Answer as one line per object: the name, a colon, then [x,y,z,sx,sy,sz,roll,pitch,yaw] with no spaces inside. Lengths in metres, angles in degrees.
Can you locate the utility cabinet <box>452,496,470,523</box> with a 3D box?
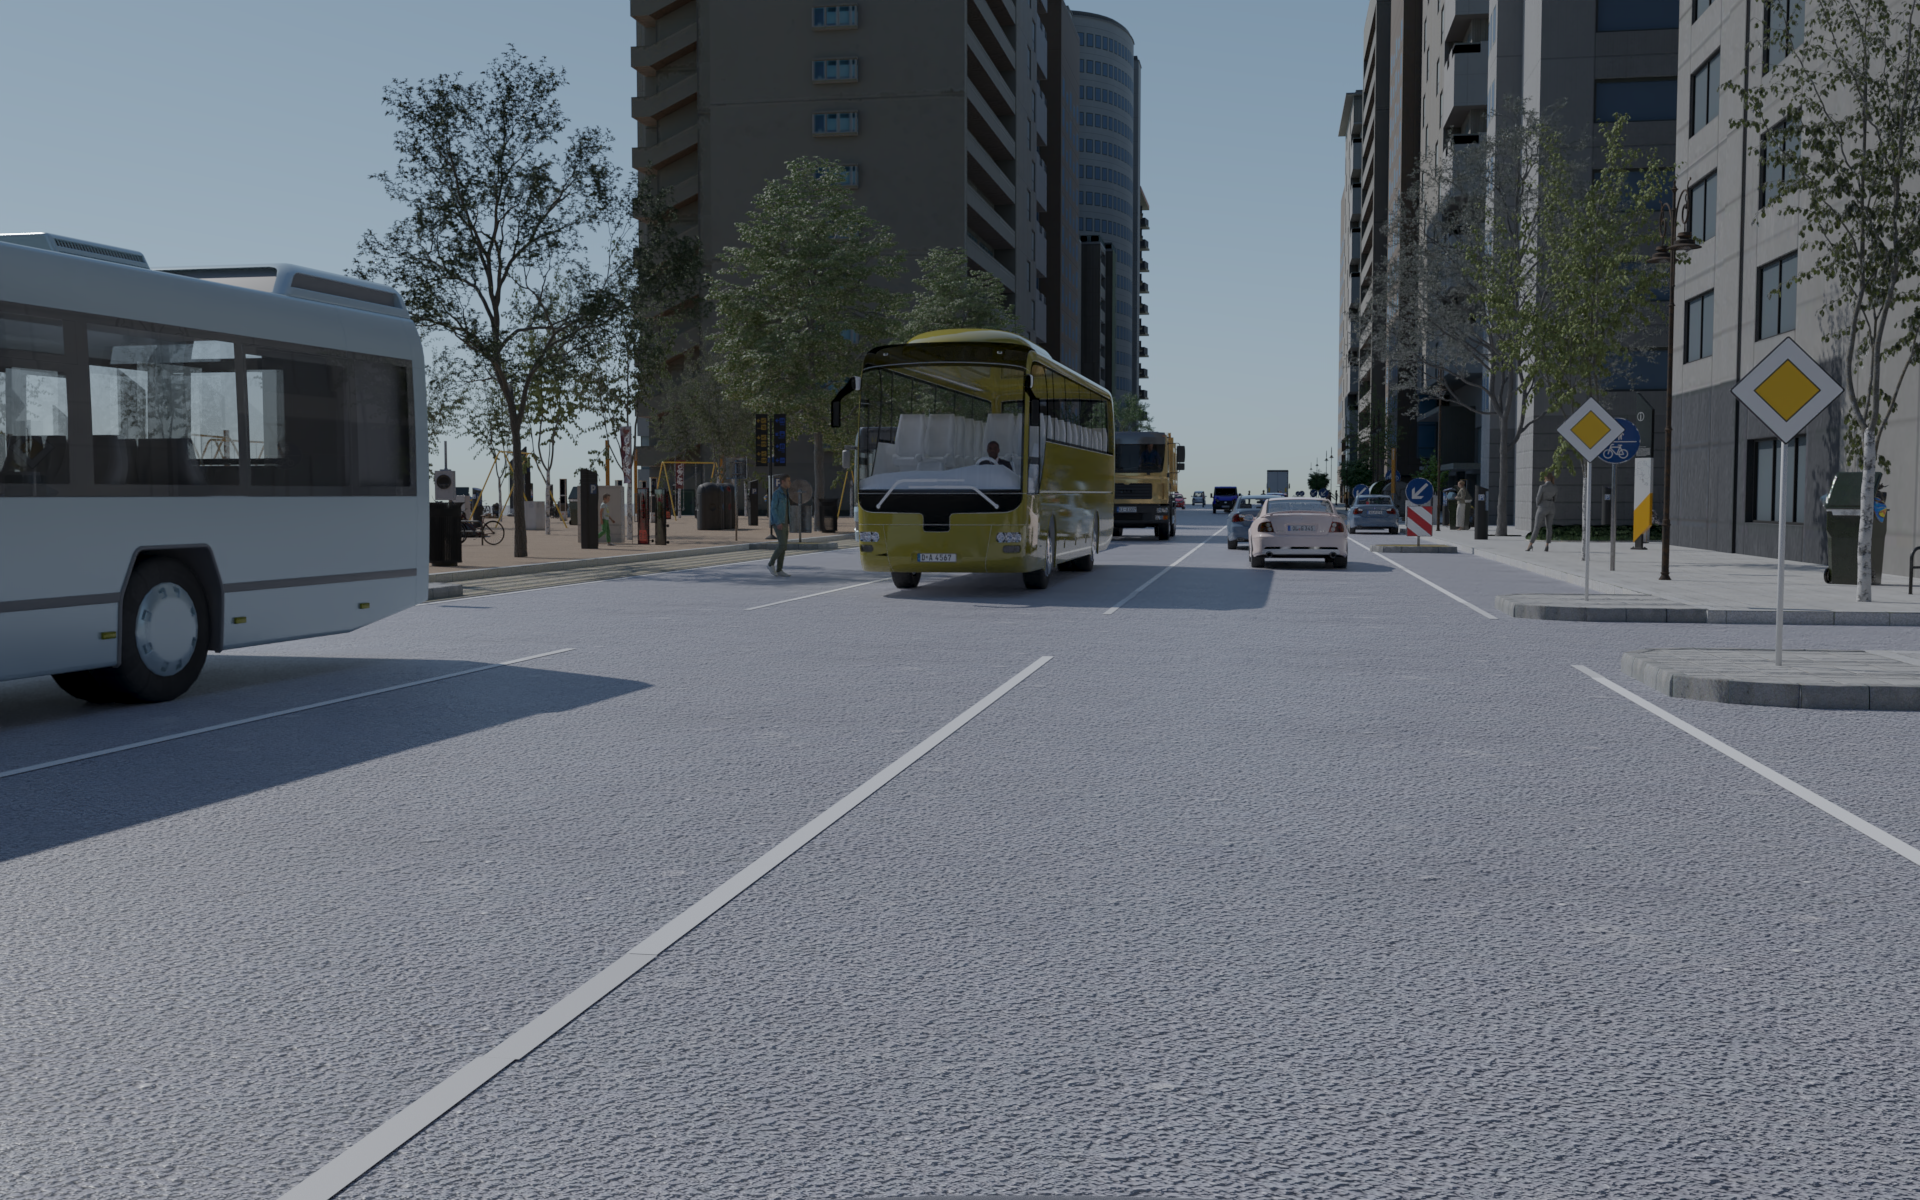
utility cabinet: [-20.858,-3.734,72.209,1.020,1.237,0.306,2,4,34]

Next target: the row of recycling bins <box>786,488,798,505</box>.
row of recycling bins: [-8.778,-4.804,85.650,1.069,1.692,3.534,-1,4,-17]

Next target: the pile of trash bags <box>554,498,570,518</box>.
pile of trash bags: [-20.698,-5.182,94.473,1.912,1.369,3.447,-3,5,-40]

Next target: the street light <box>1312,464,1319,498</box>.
street light: [44.670,-14.924,216.790,0.468,5.910,1.993,1,4,10]

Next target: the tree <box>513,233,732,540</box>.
tree: [-9.450,-5.998,48.430,4.360,8.622,3.978,0,3,0]

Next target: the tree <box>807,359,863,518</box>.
tree: [-6.136,-8.785,93.990,4.737,8.622,4.395,0,3,0]

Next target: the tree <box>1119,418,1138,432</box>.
tree: [14.934,-13.090,164.386,4.737,8.622,4.395,0,3,0]

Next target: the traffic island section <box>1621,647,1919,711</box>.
traffic island section: [6.163,0.571,12.941,2.009,0.180,2.903,1,4,10]

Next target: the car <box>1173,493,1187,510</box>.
car: [20.155,-9.365,162.150,2.155,1.783,4.494,1,4,10]

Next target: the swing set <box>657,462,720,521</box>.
swing set: [-13.315,-5.322,84.639,3.119,2.851,2.862,-2,4,-34]

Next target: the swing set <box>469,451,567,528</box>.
swing set: [-16.369,-4.067,64.122,2.862,2.851,3.119,0,4,7]

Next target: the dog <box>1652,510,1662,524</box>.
dog: [20.413,-2.213,50.556,0.513,0.831,0.800,0,4,3]

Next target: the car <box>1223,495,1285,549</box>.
car: [7.999,-2.079,45.987,2.014,1.417,4.499,1,4,10]

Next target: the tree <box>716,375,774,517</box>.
tree: [-12.131,-9.034,98.074,4.737,8.622,4.395,0,3,0]

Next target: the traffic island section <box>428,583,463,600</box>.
traffic island section: [-8.121,-0.081,23.607,2.009,0.180,2.903,1,4,10]

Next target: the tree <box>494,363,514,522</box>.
tree: [-21.459,-7.939,80.159,4.360,8.622,3.978,0,3,0]

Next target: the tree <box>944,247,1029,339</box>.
tree: [-0.293,-9.909,80.146,7.486,12.596,7.792,0,3,0]

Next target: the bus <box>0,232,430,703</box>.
bus: [-7.296,-0.865,9.007,2.948,3.499,13.247,1,4,12]

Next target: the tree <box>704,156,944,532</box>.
tree: [-5.248,-8.621,59.074,7.486,12.596,7.792,0,3,0]

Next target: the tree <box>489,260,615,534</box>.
tree: [-13.070,-6.400,54.994,4.737,8.622,4.395,0,3,0]

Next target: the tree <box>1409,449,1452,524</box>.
tree: [20.348,-4.879,74.372,1.663,3.219,1.824,0,3,0]

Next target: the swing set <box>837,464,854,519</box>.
swing set: [-4.321,-5.607,89.302,3.119,2.851,2.862,2,4,23]

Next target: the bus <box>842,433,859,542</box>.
bus: [-0.099,-3.069,45.043,2.948,3.499,13.247,1,4,11]

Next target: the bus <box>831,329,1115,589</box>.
bus: [0.776,-2.319,29.464,2.896,3.916,12.252,1,4,11]

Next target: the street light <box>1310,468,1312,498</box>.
street light: [50.783,-16.996,250.669,0.468,5.910,1.993,1,4,10]

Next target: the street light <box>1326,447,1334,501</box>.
street light: [36.130,-11.975,168.585,0.468,5.910,1.993,1,4,10]

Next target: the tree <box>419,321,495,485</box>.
tree: [-21.107,-7.158,67.401,4.360,8.622,3.978,0,3,0]

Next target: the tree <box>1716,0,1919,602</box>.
tree: [11.024,-4.283,20.396,4.360,8.622,3.978,0,3,0]

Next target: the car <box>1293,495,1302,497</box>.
car: [45.524,-13.517,233.576,1.945,1.354,3.894,1,4,12]

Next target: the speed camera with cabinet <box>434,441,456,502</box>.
speed camera with cabinet: [-19.782,-4.272,64.184,2.038,3.252,0.660,0,4,-6]

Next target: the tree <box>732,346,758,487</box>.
tree: [-10.165,-7.570,74.137,4.360,8.622,3.978,0,3,0]

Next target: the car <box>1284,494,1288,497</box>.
car: [30.247,-9.473,163.919,2.155,1.783,4.494,1,4,8]

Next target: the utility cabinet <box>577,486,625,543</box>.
utility cabinet: [-9.315,-2.221,44.987,1.173,1.500,0.318,1,4,8]

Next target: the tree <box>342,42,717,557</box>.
tree: [-8.849,-6.163,35.175,8.767,10.594,7.601,0,4,7]

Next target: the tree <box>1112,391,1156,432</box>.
tree: [16.067,-15.182,173.978,9.928,11.665,9.643,0,3,0]

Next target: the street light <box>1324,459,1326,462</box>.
street light: [38.671,-12.850,182.889,0.468,5.910,1.993,1,4,10]

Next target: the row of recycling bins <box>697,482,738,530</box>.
row of recycling bins: [-8.826,-3.409,62.856,1.069,1.692,3.534,0,4,6]

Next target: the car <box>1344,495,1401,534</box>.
car: [15.045,-3.127,63.131,2.014,1.417,4.499,1,4,12]

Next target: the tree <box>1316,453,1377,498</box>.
tree: [31.603,-9.419,137.707,4.285,4.588,4.351,0,3,0]

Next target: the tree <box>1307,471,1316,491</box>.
tree: [45.989,-14.591,222.277,4.285,4.588,4.351,0,3,0]

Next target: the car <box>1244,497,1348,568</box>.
car: [6.790,-1.383,34.977,2.083,1.381,4.827,1,4,9]

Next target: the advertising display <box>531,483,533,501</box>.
advertising display: [-24.923,-5.805,100.126,0.123,1.923,0.974,1,4,11]

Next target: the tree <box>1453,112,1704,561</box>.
tree: [11.797,-5.061,33.117,4.737,8.622,4.395,0,3,0]

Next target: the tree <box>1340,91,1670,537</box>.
tree: [16.601,-8.682,52.320,12.009,13.543,11.850,0,3,0]

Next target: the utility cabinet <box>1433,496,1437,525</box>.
utility cabinet: [19.895,-3.740,72.310,0.306,1.237,1.020,1,4,15]

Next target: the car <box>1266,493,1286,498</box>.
car: [19.654,-6.020,108.020,1.945,1.707,3.694,1,4,11]

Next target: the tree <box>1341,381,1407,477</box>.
tree: [26.807,-9.849,111.390,4.737,8.622,4.395,0,3,0]

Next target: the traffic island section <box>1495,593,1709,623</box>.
traffic island section: [7.570,0.090,20.802,2.009,0.180,2.903,1,4,10]
